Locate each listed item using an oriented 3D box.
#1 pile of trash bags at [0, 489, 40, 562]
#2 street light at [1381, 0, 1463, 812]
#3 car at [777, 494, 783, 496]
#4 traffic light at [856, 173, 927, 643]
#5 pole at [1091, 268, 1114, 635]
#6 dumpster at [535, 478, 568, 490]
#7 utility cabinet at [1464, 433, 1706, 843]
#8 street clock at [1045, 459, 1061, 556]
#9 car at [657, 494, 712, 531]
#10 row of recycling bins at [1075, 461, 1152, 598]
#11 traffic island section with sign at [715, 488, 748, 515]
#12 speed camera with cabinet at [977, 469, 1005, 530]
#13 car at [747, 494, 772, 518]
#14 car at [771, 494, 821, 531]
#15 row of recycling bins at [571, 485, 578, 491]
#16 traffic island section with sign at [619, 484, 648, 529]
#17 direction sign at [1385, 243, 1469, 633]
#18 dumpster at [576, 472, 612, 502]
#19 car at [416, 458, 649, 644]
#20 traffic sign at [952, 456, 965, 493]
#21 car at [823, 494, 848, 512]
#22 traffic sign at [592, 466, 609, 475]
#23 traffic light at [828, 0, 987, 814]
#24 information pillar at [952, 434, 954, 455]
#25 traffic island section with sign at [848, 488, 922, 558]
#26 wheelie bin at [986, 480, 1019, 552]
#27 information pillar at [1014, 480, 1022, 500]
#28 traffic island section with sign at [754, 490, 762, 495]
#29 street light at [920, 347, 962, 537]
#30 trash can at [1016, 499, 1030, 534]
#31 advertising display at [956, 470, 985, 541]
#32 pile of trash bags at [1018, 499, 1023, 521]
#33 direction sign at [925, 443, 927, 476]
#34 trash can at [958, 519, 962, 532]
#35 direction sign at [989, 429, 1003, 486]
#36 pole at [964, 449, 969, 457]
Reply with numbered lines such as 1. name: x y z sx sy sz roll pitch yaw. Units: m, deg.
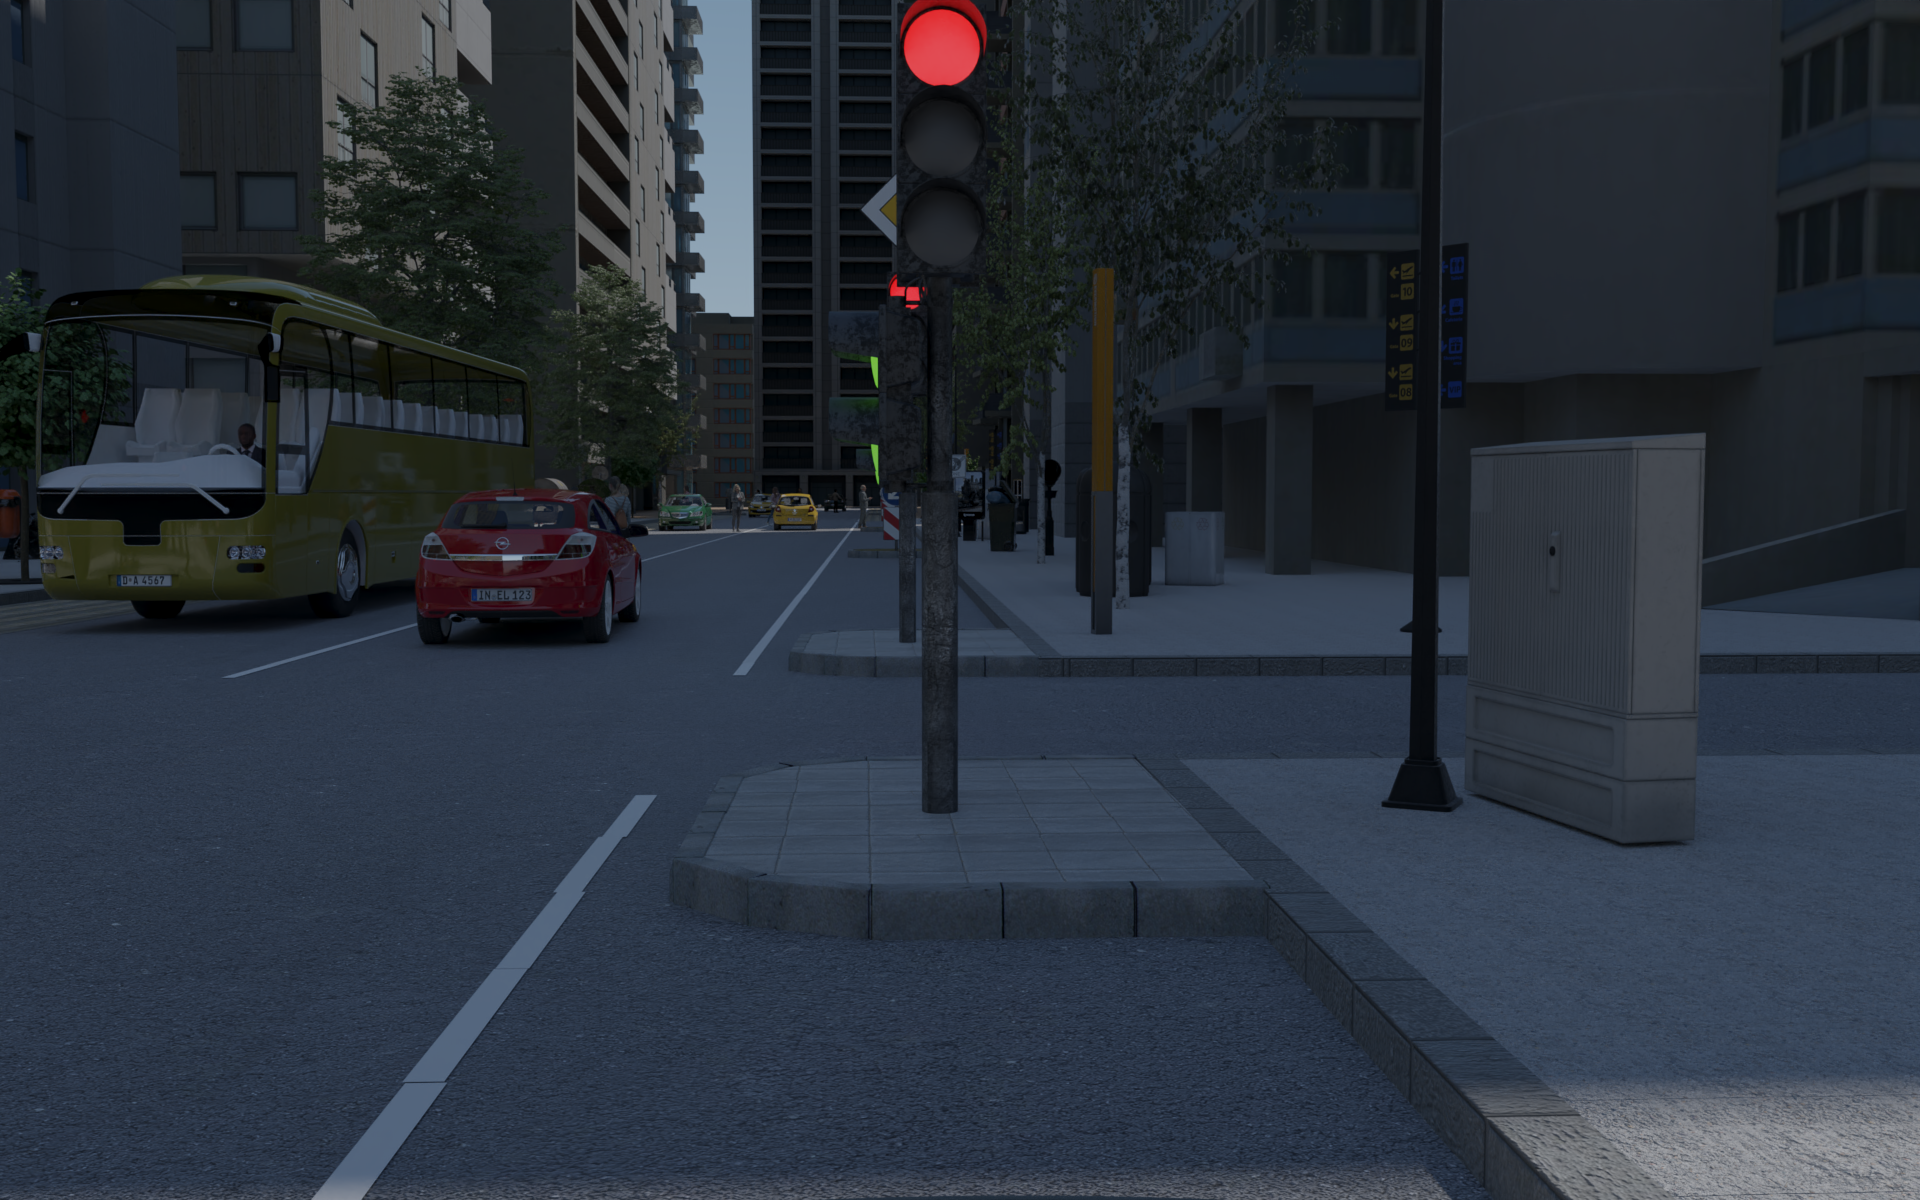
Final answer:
1. pile of trash bags: -17.952 -1.491 34.135 1.912 1.369 3.447 0 4 1
2. street light: 1.369 -2.105 6.957 1.470 5.913 1.316 0 4 -3
3. car: -12.424 -6.659 119.105 2.015 1.641 3.980 0 4 -3
4. traffic light: -0.472 -1.588 14.878 0.839 4.253 0.868 0 4 -3
5. pole: 1.297 -1.342 15.783 0.158 3.312 0.155 0 3 0
6. dumpster: -15.214 -3.551 63.811 1.264 1.857 1.865 0 4 -3
7. utility cabinet: 2.407 0.114 6.811 0.318 1.500 1.173 -1 4 -12
8. street clock: 1.863 -1.927 36.079 0.471 2.002 0.358 0 4 -4
9. car: -10.902 -3.494 68.922 2.131 1.459 4.920 0 4 -3
10. row of recycling bins: 2.062 -0.980 23.130 1.069 1.692 3.534 0 4 7
11. traffic island section with sign: -15.373 -6.578 116.174 1.989 1.847 2.006 0 4 -3
12. speed camera with cabinet: 1.071 -4.166 62.447 0.660 3.252 2.038 1 4 18
13. car: -12.106 -5.916 106.948 2.015 1.641 3.980 0 4 -2
14. car: -6.583 -3.625 69.488 2.015 1.641 3.980 0 4 -4
15. row of recycling bins: -17.358 -4.514 80.918 3.534 1.692 1.069 -1 4 -23
16. traffic island section with sign: -13.059 -3.542 66.540 1.989 1.847 2.006 0 4 -3
17. direction sign: 4.296 -1.470 16.033 0.379 3.537 0.876 -3 4 -39
18. dumpster: -15.877 -4.466 75.507 1.502 2.255 1.985 0 4 -3
19. car: -4.384 -0.552 18.067 2.155 1.783 4.494 0 4 -5
20. traffic sign: -0.144 -2.634 45.202 0.606 2.300 0.079 0 4 3
21. car: -10.262 -8.119 142.524 2.009 1.686 4.222 0 4 -2
22. traffic sign: -16.209 -4.766 78.022 0.768 2.556 0.104 0 4 7
23. traffic light: -0.100 -1.100 6.901 0.839 4.253 0.868 0 4 -3
24. information pillar: -0.258 -4.615 66.812 0.183 3.616 0.504 1 4 8
25. traffic island section with sign: -1.566 -1.892 39.566 1.989 1.847 2.006 0 4 -3
26. wheelie bin: 0.947 -1.889 38.788 0.693 1.594 0.980 0 4 8
27. information pillar: 2.957 -5.149 88.678 0.304 2.012 0.304 -3 5 -41
28. traffic island section with sign: -16.620 -8.225 143.100 1.989 1.847 2.006 0 4 -3
29. street light: -0.669 -4.835 51.593 1.470 5.913 1.316 0 4 -3
30. trash can: 1.904 -2.671 55.332 0.748 1.137 0.748 0 3 0
31. advertising display: 0.258 -2.573 47.285 0.974 1.923 0.123 2 4 34
32. pile of trash bags: 3.228 -4.469 82.826 1.912 1.369 3.447 -2 4 -28
33. direction sign: -1.244 -5.151 76.218 0.379 3.537 0.876 -3 4 -38
34. trash can: -0.255 -2.719 56.115 0.748 1.137 0.748 0 3 0
35. direction sign: 1.244 -4.189 60.487 0.379 3.537 0.876 -2 4 -30
36. pole: 0.294 -5.155 78.131 0.158 3.312 0.155 0 3 0
